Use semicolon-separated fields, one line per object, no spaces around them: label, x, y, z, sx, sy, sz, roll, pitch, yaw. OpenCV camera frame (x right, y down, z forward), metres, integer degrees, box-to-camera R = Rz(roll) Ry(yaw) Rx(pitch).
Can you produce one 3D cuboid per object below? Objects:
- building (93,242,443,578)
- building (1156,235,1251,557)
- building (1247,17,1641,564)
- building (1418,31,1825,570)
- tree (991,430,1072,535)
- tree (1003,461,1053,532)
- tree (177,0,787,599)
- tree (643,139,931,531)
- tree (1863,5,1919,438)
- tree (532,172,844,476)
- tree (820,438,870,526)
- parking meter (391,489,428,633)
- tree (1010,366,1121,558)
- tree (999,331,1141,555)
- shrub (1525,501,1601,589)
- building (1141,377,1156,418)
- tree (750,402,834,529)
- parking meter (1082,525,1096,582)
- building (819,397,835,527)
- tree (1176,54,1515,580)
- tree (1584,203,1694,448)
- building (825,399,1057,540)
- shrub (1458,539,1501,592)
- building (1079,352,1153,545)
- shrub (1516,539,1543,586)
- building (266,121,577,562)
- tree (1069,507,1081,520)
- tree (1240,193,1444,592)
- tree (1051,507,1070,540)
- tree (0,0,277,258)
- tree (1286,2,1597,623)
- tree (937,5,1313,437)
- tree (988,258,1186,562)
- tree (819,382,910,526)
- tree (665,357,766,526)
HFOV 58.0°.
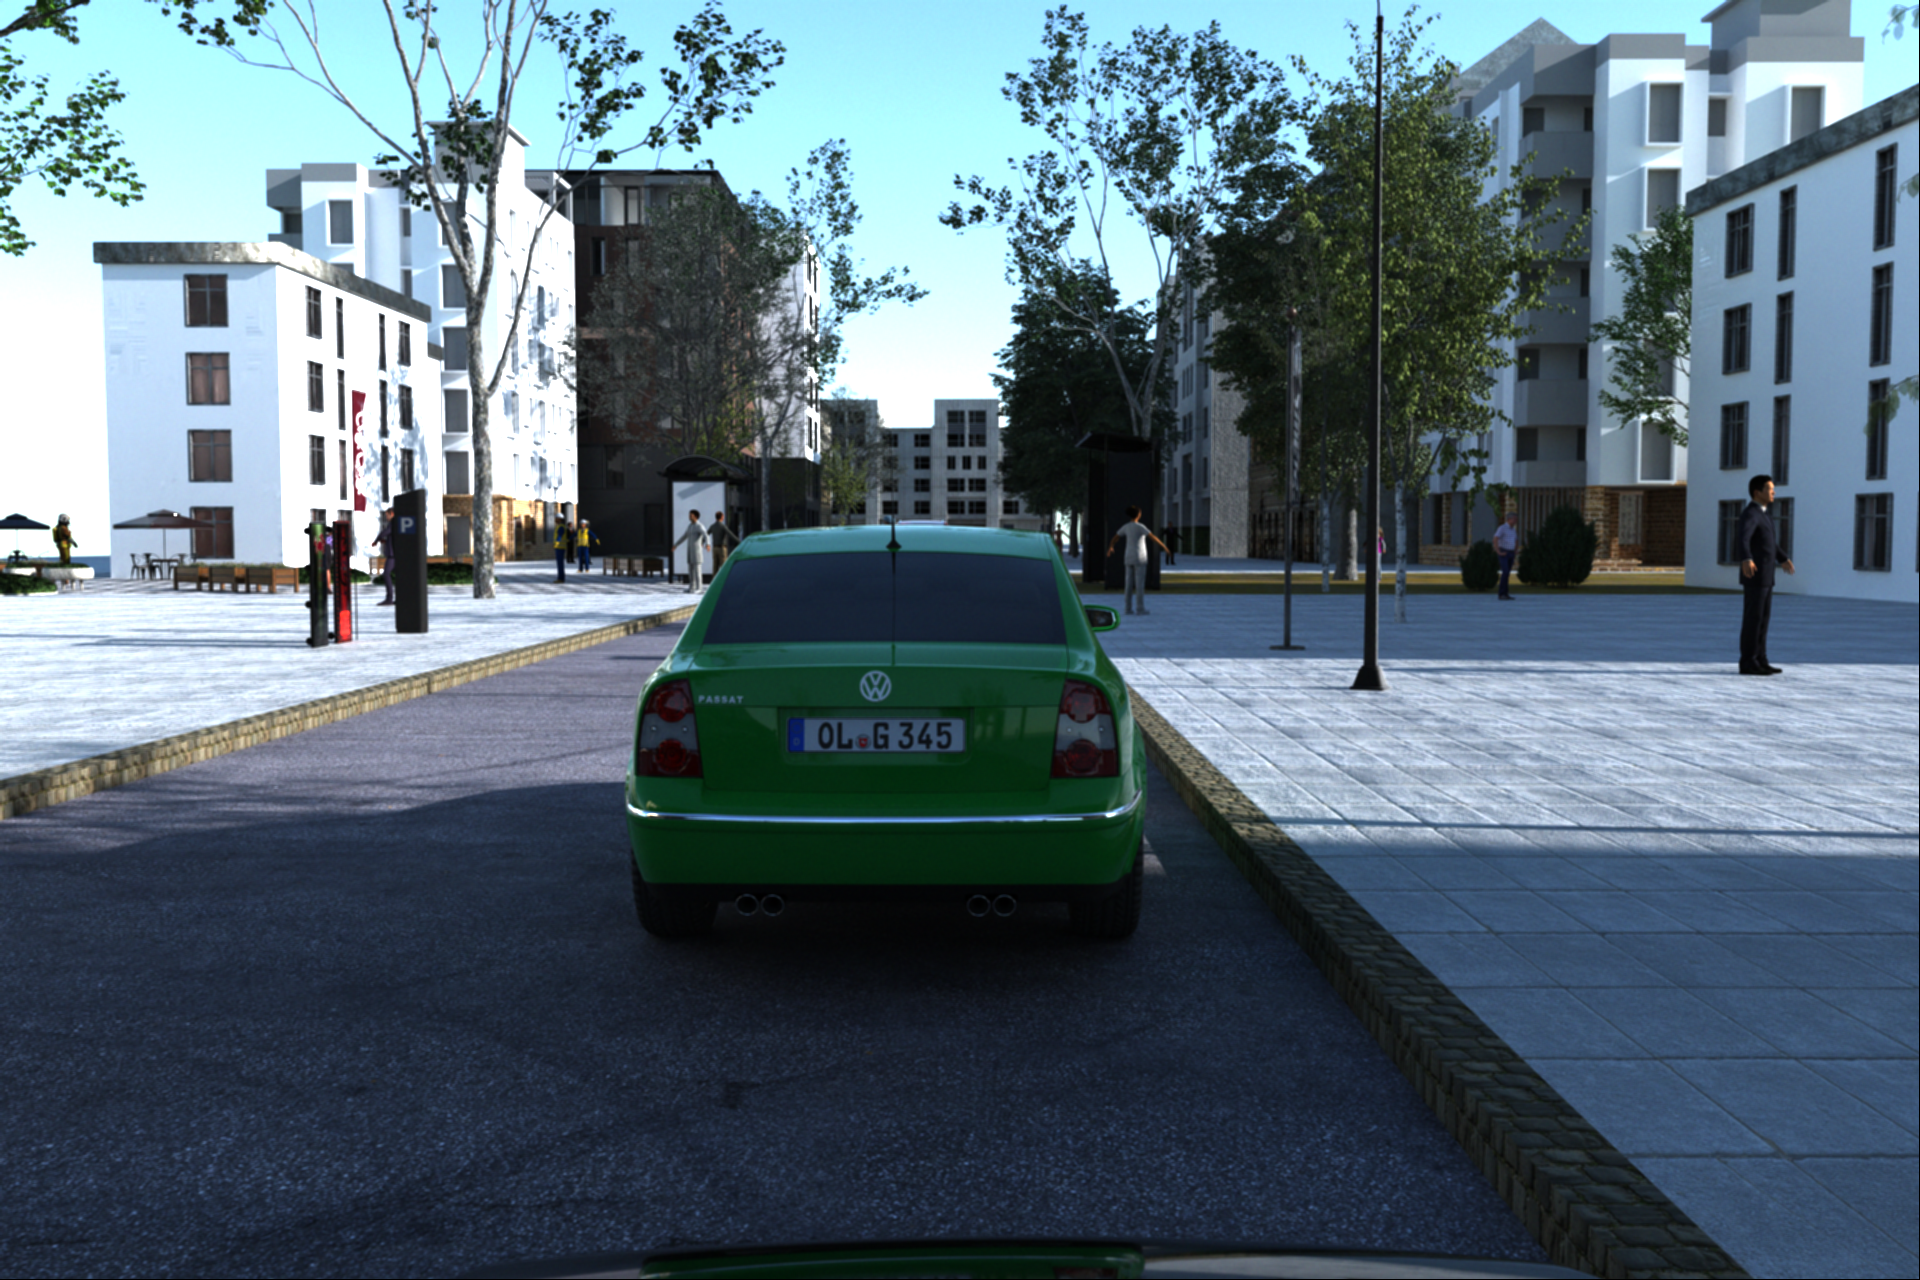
building;-24.015;-7.449;63.935;9.099;9.664;28.070;0;4;0
building;22.488;-14.963;111.110;16.747;18.905;31.486;0;4;1
building;24.683;-15.433;83.257;19.493;23.208;18.063;0;3;0
building;24.479;-13.154;71.492;16.016;20.090;11.380;0;4;0
tree;6.221;-11.429;121.270;8.767;10.594;7.601;1;4;9
tree;6.588;-12.550;139.597;7.601;10.594;8.767;-3;5;-40
tree;-9.460;-10.797;32.423;12.611;20.169;13.585;0;3;0
tree;-8.185;-13.866;82.593;12.611;20.169;13.585;0;3;0
tree;5.427;-3.443;6.662;4.360;8.622;3.978;0;3;0
tree;-8.965;-9.042;58.202;12.009;13.543;11.850;0;3;0
tree;-9.040;-11.172;133.031;4.737;8.622;4.395;0;3;0
parking meter;-7.125;-1.021;22.413;0.399;1.863;0.255;0;3;0
tree;5.915;-9.687;92.799;7.601;10.594;8.767;-3;5;-41
tree;7.021;-12.159;105.459;9.857;13.997;8.962;0;3;0
shrub;14.257;-2.257;40.941;1.661;2.075;1.752;0;3;0
building;27.144;-20.169;160.691;19.493;23.208;18.063;0;3;0
tree;-9.723;-8.802;94.276;4.360;8.622;3.978;0;3;0
parking meter;3.447;-2.303;46.065;0.372;1.533;0.369;0;3;0
building;-25.103;-22.716;202.326;19.493;23.208;18.063;0;4;1
tree;10.804;-8.648;48.049;9.857;13.997;8.962;0;3;0
tree;22.320;-7.617;50.300;9.928;11.665;9.643;0;3;0
building;-2.807;-22.280;233.184;31.486;18.905;16.747;0;4;4
shrub;11.649;-1.687;38.700;1.383;1.207;1.383;0;3;0
building;23.917;-22.730;202.564;19.493;23.208;18.063;0;4;0
shrub;14.282;-1.952;43.026;1.383;1.207;1.383;0;3;0
building;-25.779;-13.725;80.817;16.016;20.090;11.380;0;4;0
tree;16.646;-17.146;230.699;4.737;8.622;4.395;0;3;0
tree;7.917;-5.380;38.322;4.360;8.622;3.978;0;3;0
tree;7.160;-10.912;128.774;4.737;8.622;4.395;0;3;0
tree;-9.254;-5.392;13.920;9.928;11.665;9.643;0;3;0
tree;6.425;-4.539;24.570;4.737;8.622;4.395;0;3;0
tree;5.837;-12.649;62.699;12.611;20.169;13.585;0;3;0
tree;6.041;-10.601;79.987;9.857;13.997;8.962;0;3;0
tree;-9.172;-14.118;141.197;12.009;13.543;11.850;0;3;0
tree;-9.796;-7.336;70.307;4.737;8.622;4.395;0;3;0
